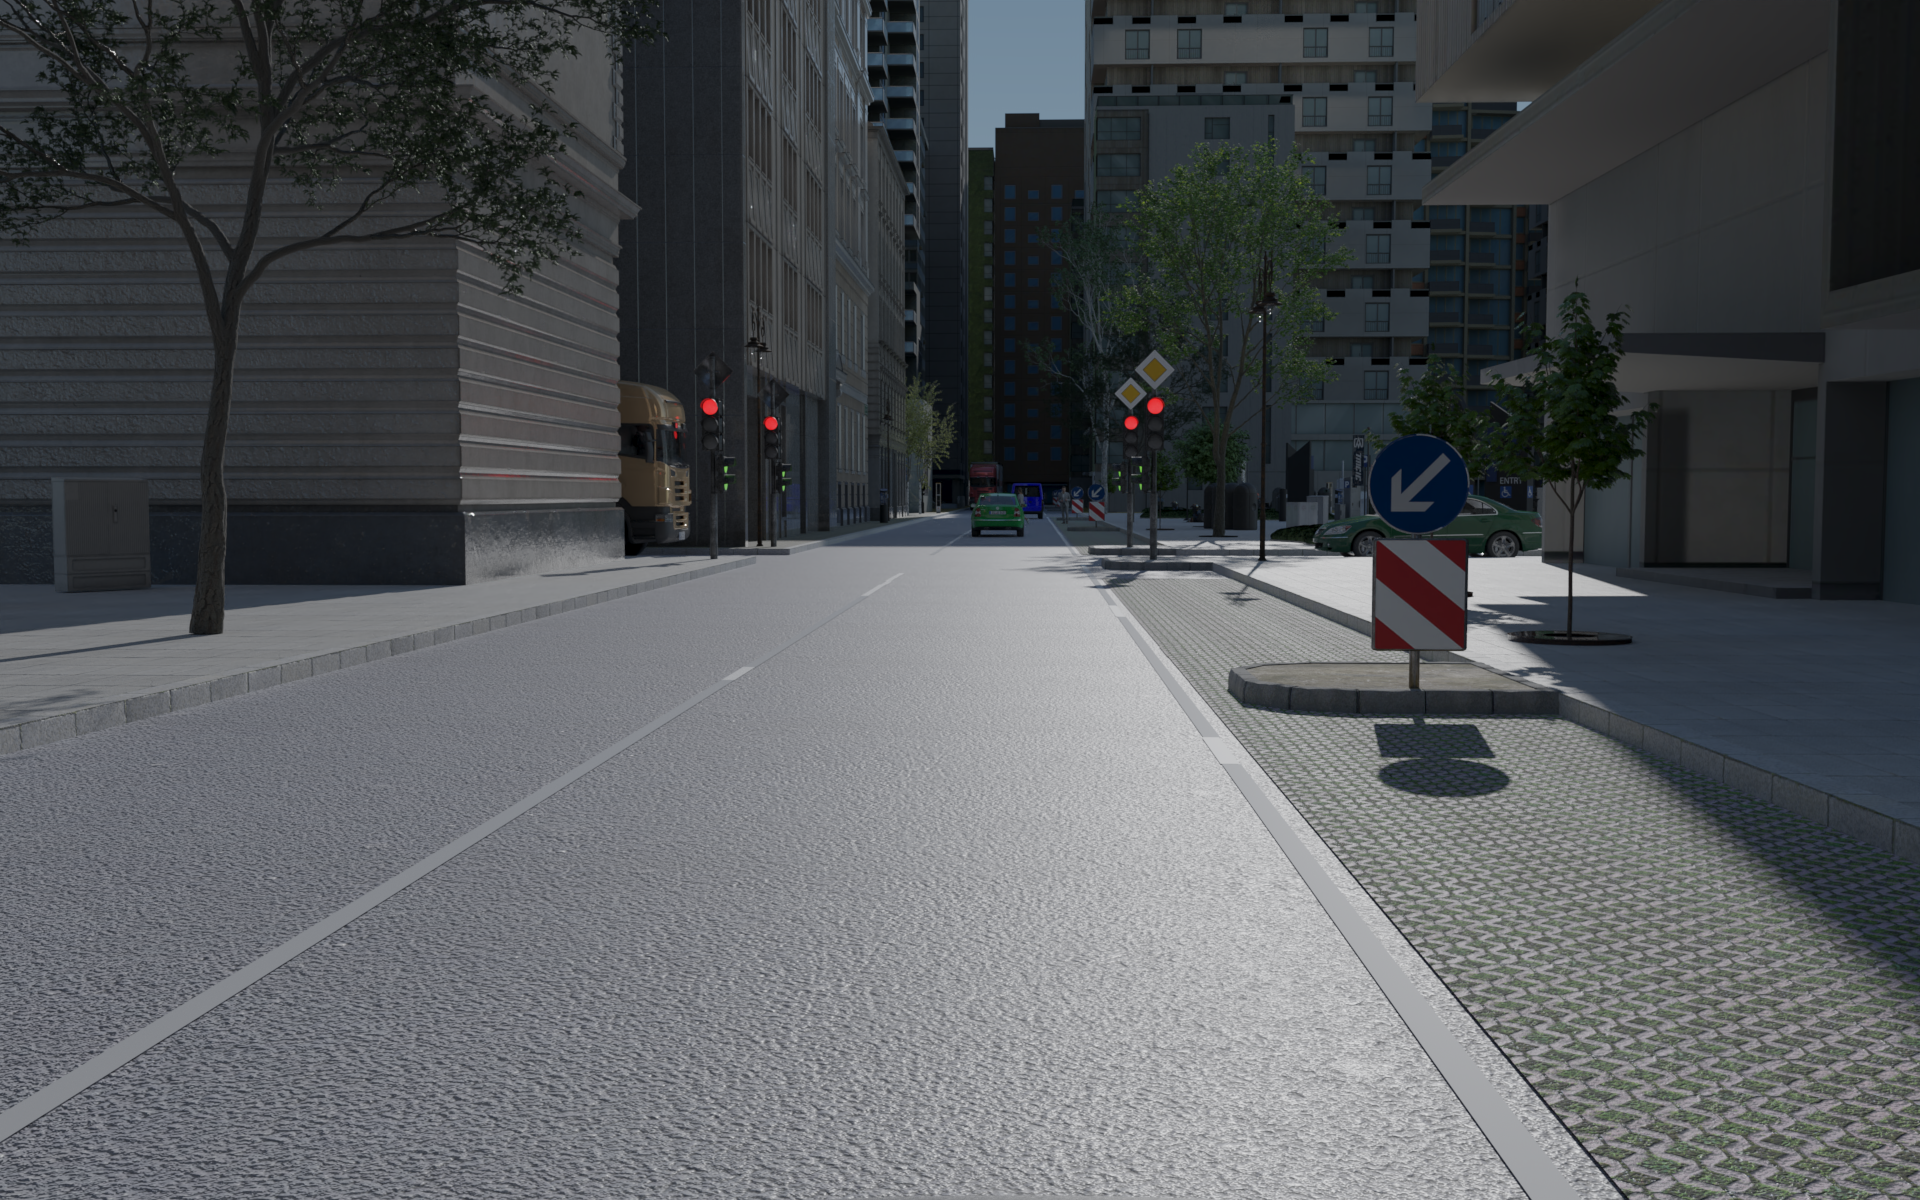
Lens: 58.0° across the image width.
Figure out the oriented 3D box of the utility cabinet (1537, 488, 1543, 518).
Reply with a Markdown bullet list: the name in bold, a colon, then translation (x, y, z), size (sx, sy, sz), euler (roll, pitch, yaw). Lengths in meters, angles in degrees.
- **utility cabinet**: translation (20.831, -3.225, 61.404), size (0.318, 1.500, 1.173), euler (3, 5, 40)

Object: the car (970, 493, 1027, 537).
- **car**: translation (1.314, -3.096, 59.420), size (1.959, 1.807, 4.718), euler (0, 4, 2)

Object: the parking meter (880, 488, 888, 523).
- **parking meter**: translation (-3.374, -4.180, 76.749), size (0.372, 1.533, 0.369), euler (0, 3, 0)

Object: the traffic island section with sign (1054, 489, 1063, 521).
- **traffic island section with sign**: translation (6.230, -5.214, 93.875), size (1.989, 1.847, 2.006), euler (0, 4, 2)

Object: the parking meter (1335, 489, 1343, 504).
- **parking meter**: translation (18.006, -4.523, 82.359), size (0.372, 1.533, 0.369), euler (0, 3, 0)

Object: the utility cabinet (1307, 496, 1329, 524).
- **utility cabinet**: translation (13.982, -3.463, 67.782), size (0.306, 1.237, 1.020), euler (-2, 4, -26)

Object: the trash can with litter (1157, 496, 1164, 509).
- **trash can with litter**: translation (11.630, -5.422, 100.033), size (0.624, 1.170, 1.055), euler (-1, 4, -14)

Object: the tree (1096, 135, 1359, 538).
- **tree**: translation (7.729, -7.663, 51.039), size (9.928, 11.665, 9.643), euler (0, 3, 0)

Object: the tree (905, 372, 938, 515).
- **tree**: translation (-3.352, -9.427, 104.494), size (4.737, 8.622, 4.395), euler (0, 3, 0)

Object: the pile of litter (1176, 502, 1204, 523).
- **pile of litter**: translation (10.845, -3.938, 78.353), size (1.176, 0.858, 1.719), euler (-2, 4, -25)

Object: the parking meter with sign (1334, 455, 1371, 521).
- **parking meter with sign**: translation (17.311, -4.910, 76.540), size (1.738, 3.016, 0.543), euler (-2, 4, -33)

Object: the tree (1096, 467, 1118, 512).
- **tree**: translation (10.511, -7.761, 121.499), size (1.663, 3.219, 1.824), euler (0, 3, 0)

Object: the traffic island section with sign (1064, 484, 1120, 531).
- **traffic island section with sign**: translation (5.144, -3.567, 66.942), size (1.989, 1.847, 2.006), euler (0, 4, 2)

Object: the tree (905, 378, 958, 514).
- **tree**: translation (-2.304, -9.774, 110.165), size (4.360, 8.622, 3.978), euler (0, 3, 0)

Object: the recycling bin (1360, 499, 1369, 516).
- **recycling bin**: translation (23.004, -5.154, 96.817), size (0.722, 1.027, 0.722), euler (-1, 4, -17)

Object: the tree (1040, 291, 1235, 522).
- **tree**: translation (7.802, -8.778, 77.935), size (8.767, 10.594, 7.601), euler (-1, 4, -10)

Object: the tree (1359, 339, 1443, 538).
- **tree**: translation (5.819, -1.662, 21.770), size (1.663, 3.219, 1.824), euler (0, 3, 0)

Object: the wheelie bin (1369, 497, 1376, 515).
- **wheelie bin**: translation (19.775, -4.549, 82.280), size (0.980, 1.594, 0.693), euler (2, 4, 25)

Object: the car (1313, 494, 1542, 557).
- **car**: translation (10.101, -1.563, 37.351), size (4.920, 1.459, 2.131), euler (0, 4, 1)

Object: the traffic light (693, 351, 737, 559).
- **traffic light**: translation (-4.842, -2.763, 34.090), size (0.839, 4.253, 0.868), euler (0, 4, 2)

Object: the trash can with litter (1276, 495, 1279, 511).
- **trash can with litter**: translation (18.004, -5.294, 97.620), size (1.678, 1.210, 2.233), euler (0, 4, 6)

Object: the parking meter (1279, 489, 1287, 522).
- **parking meter**: translation (15.069, -4.427, 80.792), size (0.372, 1.533, 0.369), euler (0, 3, 0)

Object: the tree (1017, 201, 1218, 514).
- **tree**: translation (9.950, -15.551, 110.147), size (12.611, 20.169, 13.585), euler (0, 3, 0)

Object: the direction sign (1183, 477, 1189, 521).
- **direction sign**: translation (11.016, -5.620, 83.889), size (0.379, 3.537, 0.876), euler (1, 4, 11)

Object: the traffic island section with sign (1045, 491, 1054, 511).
- **traffic island section with sign**: translation (8.232, -8.250, 143.522), size (1.989, 1.847, 2.006), euler (0, 4, 2)

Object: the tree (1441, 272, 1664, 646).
- **tree**: translation (5.450, -1.254, 15.109), size (1.663, 3.219, 1.824), euler (0, 3, 0)

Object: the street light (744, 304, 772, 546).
- **street light**: translation (-4.914, -4.253, 42.328), size (0.468, 5.910, 1.993), euler (0, 4, 2)

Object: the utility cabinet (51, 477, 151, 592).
- **utility cabinet**: translation (-11.339, -0.870, 22.906), size (0.318, 1.500, 1.173), euler (2, 4, 31)

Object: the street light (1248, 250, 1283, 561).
- **street light**: translation (5.807, -3.688, 33.089), size (0.468, 5.910, 1.993), euler (0, 4, 2)

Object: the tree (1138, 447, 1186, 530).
- **tree**: translation (6.999, -4.086, 61.399), size (1.663, 3.219, 1.824), euler (0, 3, 0)

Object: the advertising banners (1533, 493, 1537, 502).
- **advertising banners**: translation (34.316, -6.403, 100.874), size (2.074, 3.025, 0.090), euler (-1, 4, -15)

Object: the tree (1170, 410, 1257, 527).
- **tree**: translation (9.835, -5.101, 67.113), size (4.285, 4.588, 4.351), euler (0, 3, 0)

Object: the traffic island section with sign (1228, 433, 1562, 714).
- **traffic island section with sign**: translation (2.939, -0.216, 12.160), size (1.989, 1.847, 2.006), euler (0, 4, 2)

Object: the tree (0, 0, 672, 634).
- **tree**: translation (-6.616, -4.953, 15.400), size (7.601, 10.594, 8.767), euler (2, 4, 27)

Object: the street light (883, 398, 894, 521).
- **street light**: translation (-3.417, -6.704, 82.404), size (0.468, 5.910, 1.993), euler (0, 4, 2)

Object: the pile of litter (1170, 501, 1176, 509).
- **pile of litter**: translation (13.230, -5.647, 106.298), size (1.719, 0.858, 1.176), euler (3, 4, 37)

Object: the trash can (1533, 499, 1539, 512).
- **trash can**: translation (18.015, -2.651, 55.001), size (0.748, 1.137, 0.748), euler (0, 3, 0)

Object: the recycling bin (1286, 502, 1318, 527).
- **recycling bin**: translation (10.631, -2.527, 53.871), size (0.722, 1.027, 0.722), euler (-2, 4, -24)
